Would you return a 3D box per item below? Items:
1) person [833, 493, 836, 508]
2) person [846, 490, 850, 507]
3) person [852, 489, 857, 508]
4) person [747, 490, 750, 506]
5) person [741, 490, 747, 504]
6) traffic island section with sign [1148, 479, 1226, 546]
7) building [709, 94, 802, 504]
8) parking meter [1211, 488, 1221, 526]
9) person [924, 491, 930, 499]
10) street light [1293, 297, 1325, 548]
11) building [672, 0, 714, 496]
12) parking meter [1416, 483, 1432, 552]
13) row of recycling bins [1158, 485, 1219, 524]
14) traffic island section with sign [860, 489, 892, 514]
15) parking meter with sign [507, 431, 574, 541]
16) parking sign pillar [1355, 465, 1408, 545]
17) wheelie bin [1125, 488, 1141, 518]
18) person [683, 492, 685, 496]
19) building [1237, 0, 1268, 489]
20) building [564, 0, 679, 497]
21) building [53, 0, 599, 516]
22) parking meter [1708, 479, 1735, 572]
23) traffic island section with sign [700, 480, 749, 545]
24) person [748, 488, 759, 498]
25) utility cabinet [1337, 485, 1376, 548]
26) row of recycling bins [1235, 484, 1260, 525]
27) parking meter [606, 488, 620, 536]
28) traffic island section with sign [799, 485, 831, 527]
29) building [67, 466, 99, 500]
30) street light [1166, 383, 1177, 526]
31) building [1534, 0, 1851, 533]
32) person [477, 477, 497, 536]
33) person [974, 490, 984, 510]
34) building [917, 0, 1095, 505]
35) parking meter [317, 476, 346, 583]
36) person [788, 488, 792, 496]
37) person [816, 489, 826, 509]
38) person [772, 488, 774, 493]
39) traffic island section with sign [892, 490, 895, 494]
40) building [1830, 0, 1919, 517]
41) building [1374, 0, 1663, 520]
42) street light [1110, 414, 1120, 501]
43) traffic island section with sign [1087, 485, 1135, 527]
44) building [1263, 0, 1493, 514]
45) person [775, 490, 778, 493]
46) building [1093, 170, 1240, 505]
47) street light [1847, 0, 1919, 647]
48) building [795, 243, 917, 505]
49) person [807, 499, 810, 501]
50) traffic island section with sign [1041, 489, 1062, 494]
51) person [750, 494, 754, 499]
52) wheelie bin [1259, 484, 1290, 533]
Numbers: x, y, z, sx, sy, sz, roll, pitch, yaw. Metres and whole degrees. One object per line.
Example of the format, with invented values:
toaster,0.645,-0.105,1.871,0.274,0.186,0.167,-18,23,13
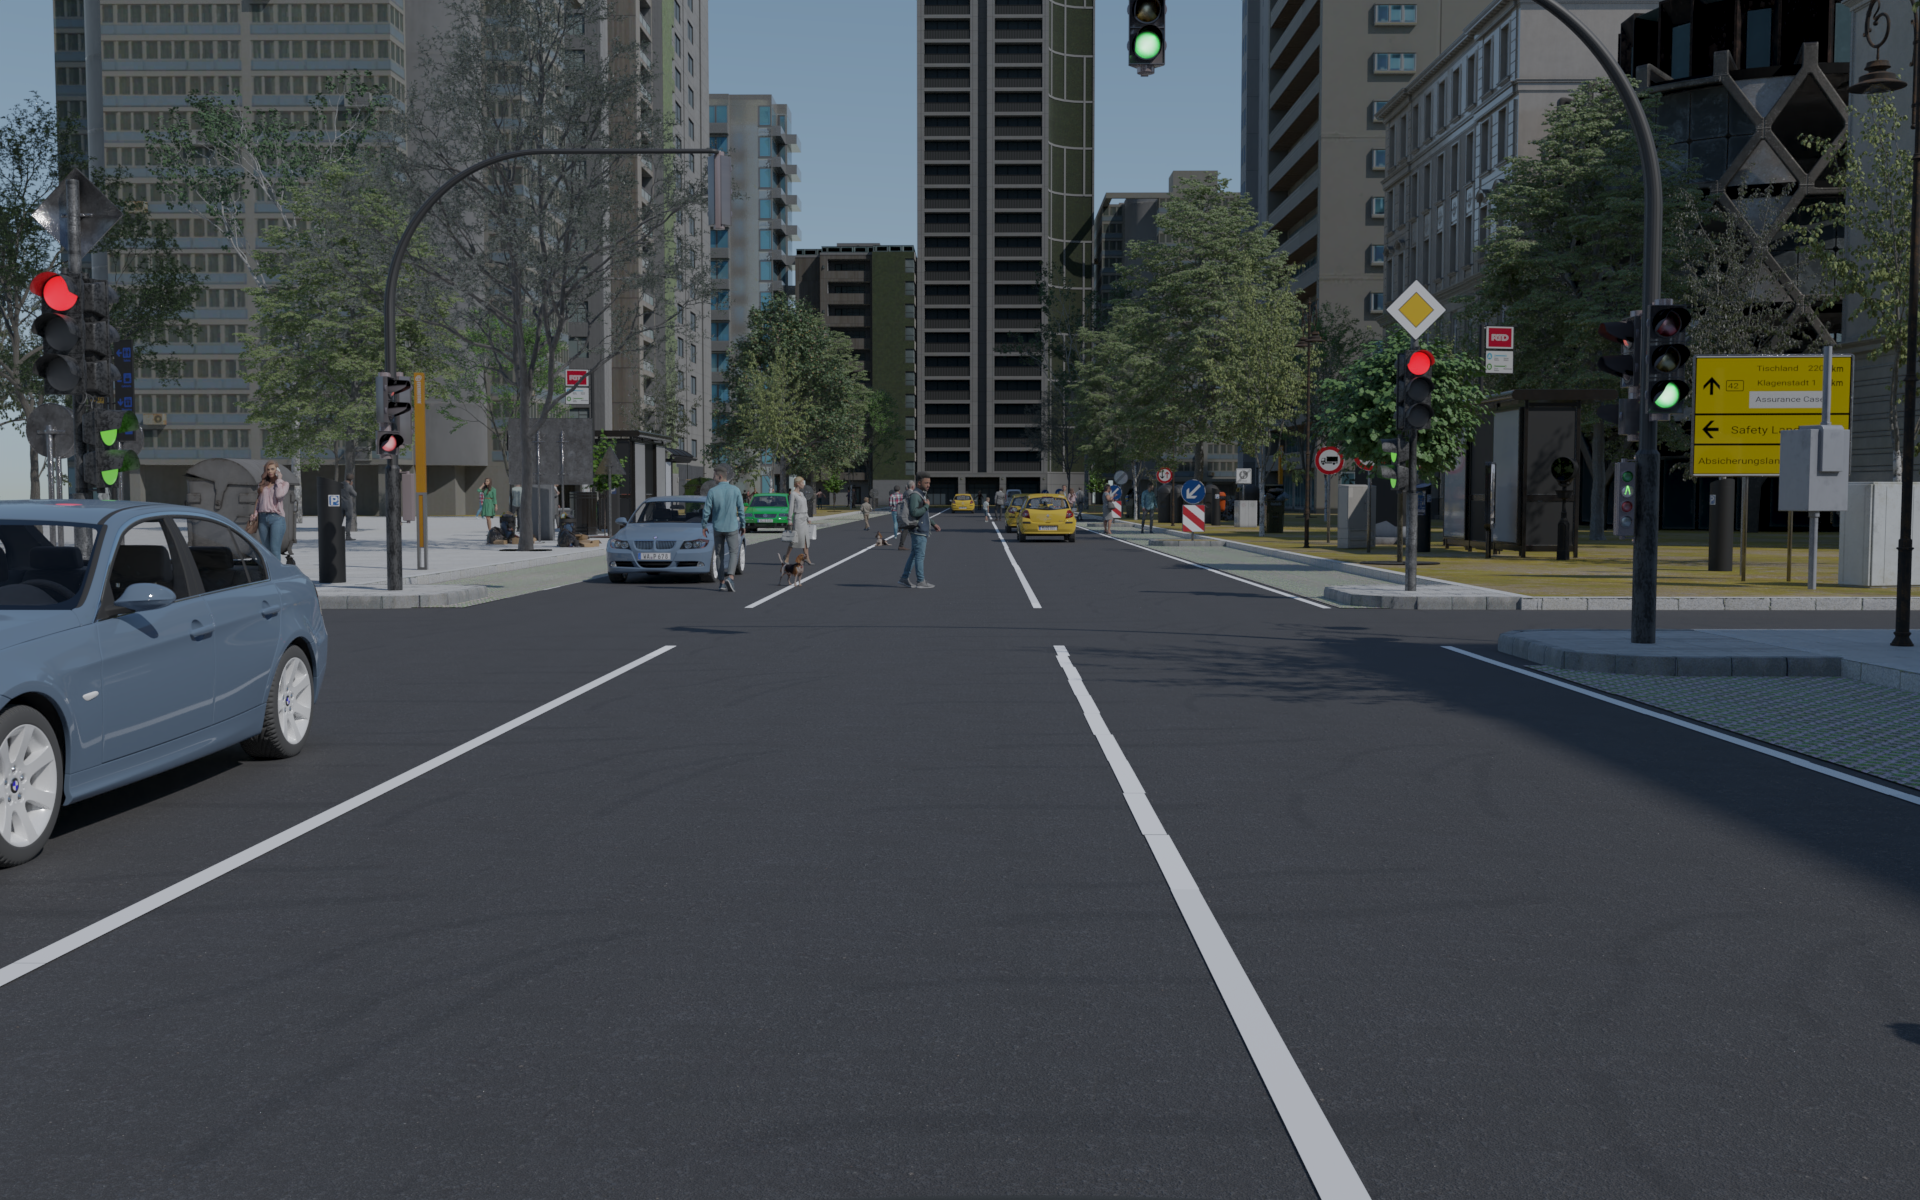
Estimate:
person,-11.870,-9.665,164.067,0.705,1.824,1.348,0,4,-3
person,-11.075,-10.143,172.804,0.530,1.710,0.541,-2,4,-30
person,-9.685,-9.295,158.573,0.434,1.755,0.990,-2,4,-32
person,-21.068,-10.119,172.957,0.593,1.643,0.415,3,5,40
person,-22.341,-10.498,179.778,1.348,1.869,0.705,-1,4,-11
traffic island section with sign,6.258,-2.405,47.955,1.989,1.847,2.006,0,4,1
building,-34.115,-35.918,206.875,30.456,49.044,23.786,0,4,1
parking meter,10.367,-3.774,70.122,0.372,1.533,0.369,0,3,0
person,-3.293,-9.466,163.985,1.217,1.735,0.721,-3,5,-45
street light,8.219,-4.166,40.901,0.468,5.910,1.993,0,4,1
building,-33.023,-43.433,148.383,20.611,71.187,20.563,0,4,1
parking meter,10.223,-1.828,38.293,0.372,1.533,0.369,0,3,0
row of recycling bins,10.035,-4.224,76.177,1.069,1.692,3.534,-3,4,-37
traffic island section with sign,-6.151,-7.127,125.149,1.989,1.847,2.006,0,4,1
parking meter with sign,-11.539,-3.148,47.730,1.738,3.016,0.543,0,4,-4
parking sign pillar,10.798,-3.419,44.373,1.447,3.967,1.447,3,5,42
wheelie bin,9.298,-5.194,92.835,0.980,1.594,0.693,-3,5,-44
person,-17.929,-6.582,114.218,0.990,1.755,0.434,0,4,-4
building,34.134,-36.870,144.830,21.231,58.520,28.212,0,4,1
building,-29.501,-27.307,130.071,14.154,41.232,14.086,0,4,1
building,-38.622,-25.582,110.150,32.217,40.220,23.993,0,4,1
parking meter,12.666,-1.248,28.813,0.372,1.533,0.369,0,3,0
traffic island section with sign,-6.950,-2.436,48.451,1.989,1.847,2.006,0,4,1
person,-15.898,-7.835,134.670,1.217,1.766,0.721,-1,4,-22
utility cabinet,9.341,-1.959,40.714,1.173,1.500,0.318,-3,5,-44
row of recycling bins,12.320,-4.086,73.924,1.069,1.692,3.534,0,4,6
parking meter,-10.611,-2.888,52.928,0.399,1.863,0.255,0,4,-4
traffic island section with sign,-6.671,-4.084,75.405,1.989,1.847,2.006,0,4,1
building,-58.575,-32.279,147.368,30.456,49.044,23.786,0,4,1
street light,8.517,-5.893,69.138,0.468,5.910,1.993,0,4,1
building,30.448,-12.048,64.432,16.820,18.784,16.811,0,4,1
person,-14.468,-2.870,53.207,0.600,1.795,0.529,0,4,5
person,1.684,-8.884,154.273,0.721,1.766,1.217,-3,5,-43
building,5.511,-46.871,204.594,20.611,71.187,20.563,0,4,1
parking meter,-9.086,-1.017,25.038,0.372,1.533,0.369,0,3,0
person,-13.191,-7.878,135.531,0.721,1.739,1.217,-1,4,-17
person,-11.930,-8.575,146.947,1.217,1.736,0.721,-2,4,-31
person,-15.366,-8.359,143.238,0.750,1.759,0.617,-1,4,-14
traffic island section with sign,-5.860,-8.775,152.103,1.989,1.847,2.006,0,4,1
building,33.714,-12.564,41.577,21.152,22.565,11.583,0,4,1
building,29.221,-17.605,85.104,12.463,27.353,25.104,0,4,1
street light,8.740,-7.634,97.601,0.468,5.910,1.993,0,4,1
traffic island section with sign,6.558,-4.092,75.529,1.989,1.847,2.006,0,4,1
building,33.684,-30.372,120.278,21.300,48.544,21.600,0,4,1
person,-17.413,-9.571,163.994,0.415,1.643,0.593,-3,4,-38
building,28.335,-31.729,210.654,23.993,40.220,32.217,0,4,1
street light,7.962,-2.549,14.460,0.468,5.910,1.993,0,4,1
building,-11.888,-26.330,202.189,14.107,30.474,14.160,0,4,1
person,-10.403,-6.789,117.823,1.217,1.735,0.721,-3,4,-36
traffic island section with sign,7.084,-7.159,125.683,1.989,1.847,2.006,0,4,1
person,-18.794,-9.297,158.607,0.990,1.755,0.434,-1,4,-19
wheelie bin,10.359,-3.001,56.968,0.980,1.594,0.693,0,4,-2
